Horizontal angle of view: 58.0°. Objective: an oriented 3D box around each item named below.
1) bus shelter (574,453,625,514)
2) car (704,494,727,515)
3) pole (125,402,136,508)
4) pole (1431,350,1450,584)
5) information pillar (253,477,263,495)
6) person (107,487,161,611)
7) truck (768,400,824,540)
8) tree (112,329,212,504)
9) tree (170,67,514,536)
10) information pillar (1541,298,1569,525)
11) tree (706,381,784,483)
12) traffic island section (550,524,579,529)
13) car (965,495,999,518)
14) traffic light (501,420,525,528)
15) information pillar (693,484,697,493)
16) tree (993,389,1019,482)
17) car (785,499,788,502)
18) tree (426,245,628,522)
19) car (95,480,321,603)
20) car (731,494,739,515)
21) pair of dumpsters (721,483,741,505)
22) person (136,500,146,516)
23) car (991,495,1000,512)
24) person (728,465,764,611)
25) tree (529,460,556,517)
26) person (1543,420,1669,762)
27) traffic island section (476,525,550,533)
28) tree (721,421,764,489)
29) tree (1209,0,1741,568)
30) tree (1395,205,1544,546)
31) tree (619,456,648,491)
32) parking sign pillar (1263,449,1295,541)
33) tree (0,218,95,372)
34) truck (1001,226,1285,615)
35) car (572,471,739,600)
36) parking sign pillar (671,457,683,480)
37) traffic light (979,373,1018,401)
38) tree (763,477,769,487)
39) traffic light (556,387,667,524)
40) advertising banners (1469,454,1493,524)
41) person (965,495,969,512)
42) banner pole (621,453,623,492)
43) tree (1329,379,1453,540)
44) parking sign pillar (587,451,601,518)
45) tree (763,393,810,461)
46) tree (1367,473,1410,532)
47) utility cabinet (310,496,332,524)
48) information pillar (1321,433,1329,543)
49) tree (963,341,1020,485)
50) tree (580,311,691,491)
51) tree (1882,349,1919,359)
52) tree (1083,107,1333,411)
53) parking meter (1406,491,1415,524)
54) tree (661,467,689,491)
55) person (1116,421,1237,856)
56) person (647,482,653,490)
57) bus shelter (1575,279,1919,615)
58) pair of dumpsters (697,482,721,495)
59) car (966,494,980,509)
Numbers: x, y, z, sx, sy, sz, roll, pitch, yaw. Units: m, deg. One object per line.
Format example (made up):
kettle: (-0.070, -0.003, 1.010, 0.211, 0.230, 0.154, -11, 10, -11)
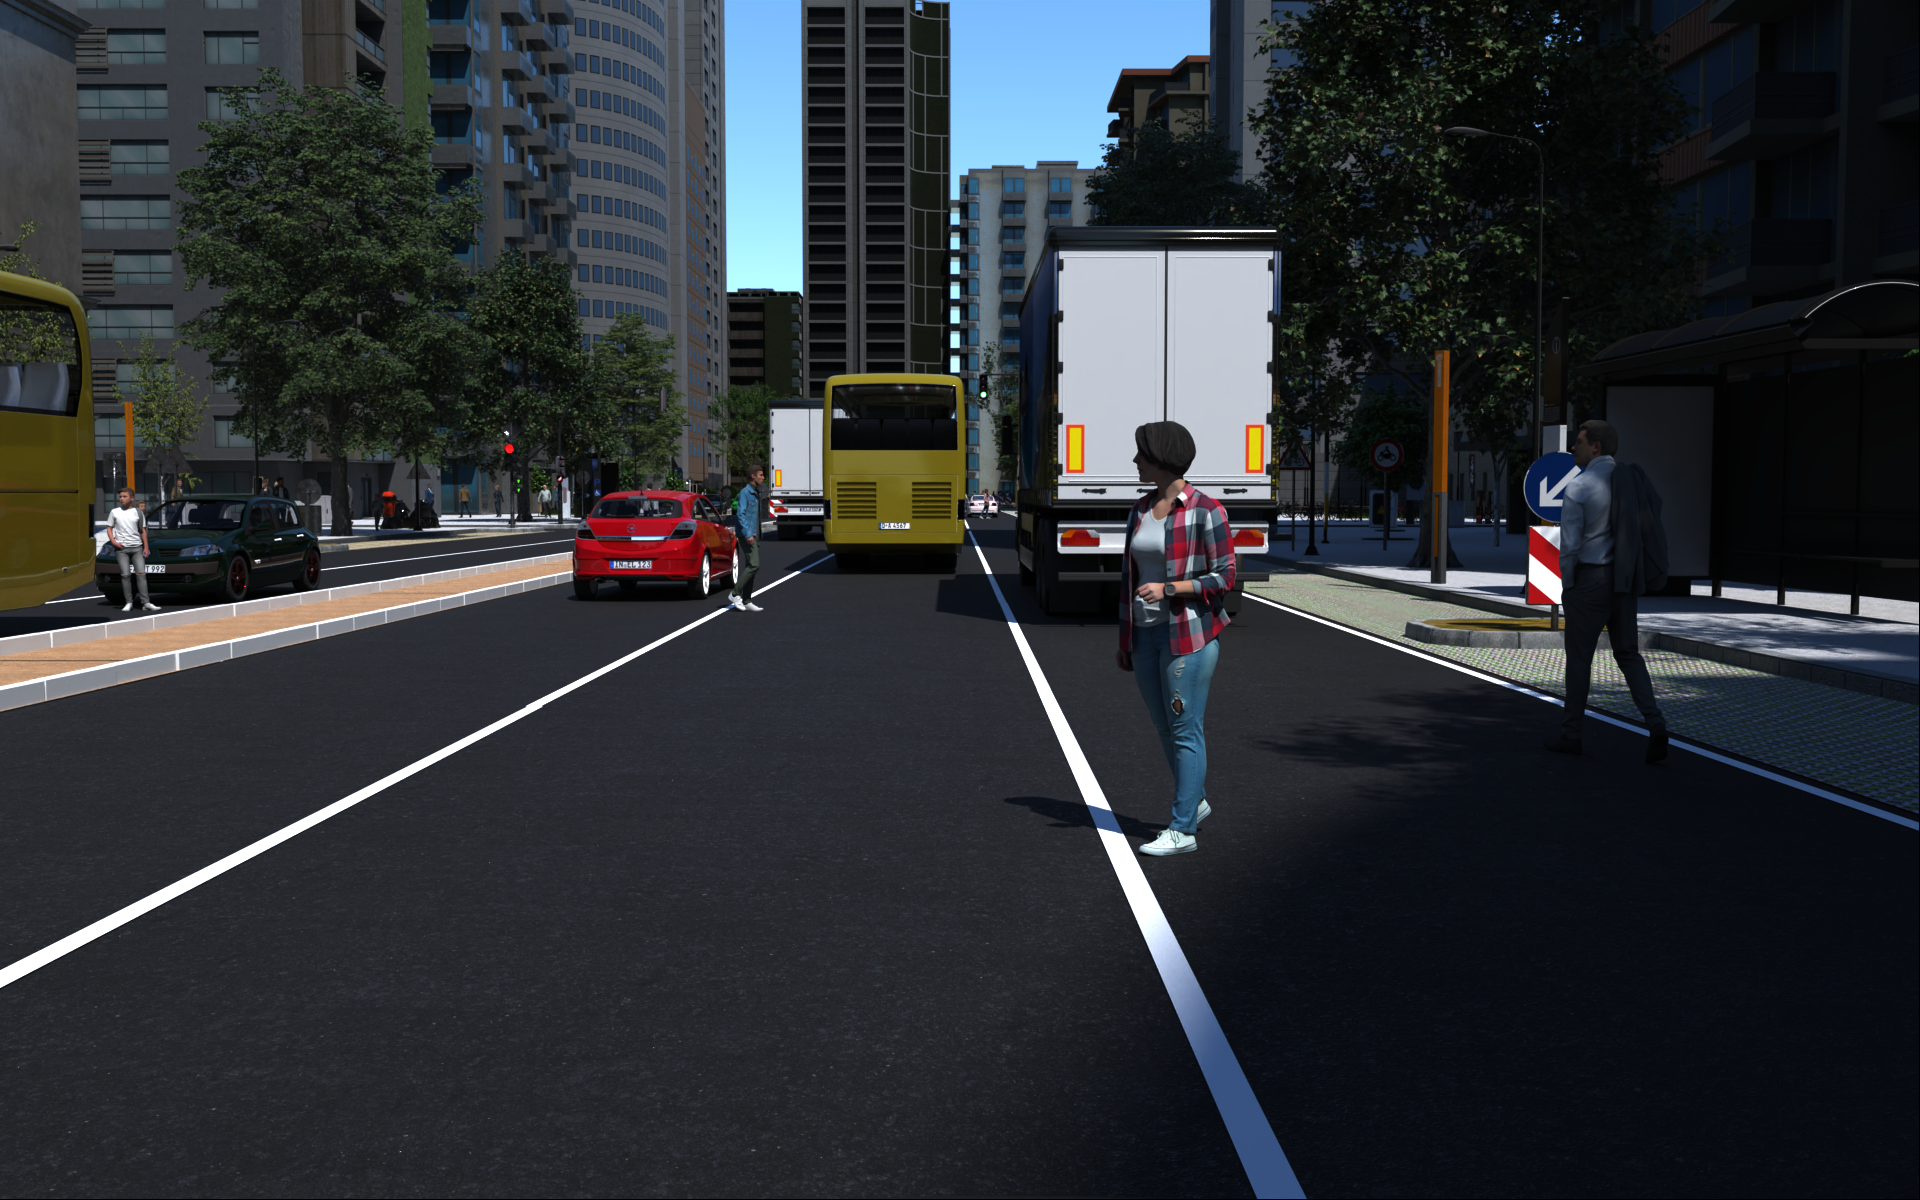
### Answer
bus shelter: (-20.620, -6.606, 99.294, 1.731, 3.624, 6.357, 0, 4, 0)
car: (-17.002, -6.653, 118.565, 2.009, 1.686, 4.222, 0, 4, 0)
pole: (-18.416, -2.729, 38.460, 0.158, 3.312, 0.155, 0, 3, 0)
pole: (6.856, -1.889, 24.721, 0.158, 3.312, 0.155, 0, 3, 0)
information pillar: (-29.706, -4.212, 73.359, 0.304, 2.012, 0.304, -3, 5, -45)
person: (-10.137, -0.620, 21.233, 0.523, 1.515, 0.503, 2, 4, 27)
truck: (-4.573, -4.188, 57.394, 2.839, 4.237, 11.283, 0, 4, -1)
tree: (-35.649, -7.766, 77.342, 4.737, 8.622, 4.395, 0, 3, 0)
tree: (-18.794, -8.921, 52.515, 9.857, 13.997, 8.962, 0, 3, 0)
information pillar: (7.204, -1.811, 20.970, 0.183, 3.616, 0.504, 0, 4, -6)
tree: (-19.363, -14.257, 158.851, 9.928, 11.665, 9.643, 0, 3, 0)
traffic island section: (-16.949, -3.126, 73.394, 2.009, 0.180, 2.903, 0, 4, 0)
car: (1.375, -5.769, 106.685, 2.083, 1.381, 4.827, 0, 4, 0)
traffic light: (-16.873, -4.670, 65.275, 0.839, 4.253, 0.868, 0, 4, 0)
information pillar: (-19.159, -7.384, 125.212, 0.304, 2.012, 0.304, 0, 4, -3)
tree: (7.047, -16.377, 185.888, 7.486, 12.596, 7.792, 0, 3, 0)
car: (-13.970, -8.355, 146.384, 2.009, 1.686, 4.222, 0, 4, 1)
tree: (-20.036, -9.959, 79.839, 9.611, 12.733, 9.660, 0, 3, 0)
car: (-10.352, -0.873, 24.059, 2.009, 1.686, 4.222, 0, 4, 0)
car: (-14.524, -6.671, 117.866, 1.959, 1.807, 4.718, 0, 4, -2)
pair of dumpsters: (-19.430, -8.835, 146.948, 1.574, 2.255, 4.437, 0, 4, 0)
person: (-16.490, -1.352, 34.882, 0.640, 1.303, 0.475, -2, 4, -32)
car: (2.284, -7.698, 138.442, 1.945, 1.354, 3.894, 0, 4, -2)
person: (-2.595, -0.751, 21.123, 0.444, 1.785, 0.601, 1, 4, 16)
tree: (-23.621, -6.253, 96.835, 1.663, 3.219, 1.824, 0, 3, 0)
person: (3.530, -0.048, 9.378, 0.679, 1.850, 0.850, -1, 4, -21)
traffic island section: (-16.913, -2.638, 65.409, 2.009, 0.180, 2.903, 0, 4, 0)
tree: (-20.725, -13.185, 165.929, 4.737, 8.622, 4.395, 0, 3, 0)
tree: (8.488, -6.920, 30.150, 9.611, 12.733, 9.660, 0, 3, 0)
tree: (12.937, -5.608, 42.054, 4.737, 8.622, 4.395, 0, 3, 0)
tree: (-28.167, -9.980, 146.879, 4.285, 4.588, 4.351, 0, 3, 0)
parking sign pillar: (8.604, -3.649, 48.135, 1.447, 3.967, 1.447, 0, 4, 7)
tree: (-23.808, -5.668, 43.041, 4.737, 8.622, 4.395, 0, 3, 0)
truck: (2.120, -2.132, 23.768, 2.839, 4.237, 11.283, 0, 4, 0)
car: (-4.304, -0.976, 25.000, 2.155, 1.783, 4.494, 0, 4, 1)
parking sign pillar: (-20.679, -8.456, 126.726, 1.447, 3.967, 1.447, 1, 4, 11)
traffic light: (3.096, -5.539, 65.238, 4.771, 5.953, 1.251, 0, 4, 0)
tree: (-19.867, -11.180, 177.397, 1.663, 3.219, 1.824, 0, 3, 0)
traffic light: (-14.817, -6.033, 73.304, 4.771, 5.953, 1.251, 0, 4, 0)
advertising banners: (22.454, -4.807, 74.780, 0.090, 3.025, 2.074, -1, 4, -11)
person: (0.393, -7.911, 138.508, 0.731, 1.740, 0.598, 1, 4, 12)
banner pole: (-18.829, -6.520, 96.621, 0.401, 3.779, 0.863, -1, 4, -11)
tree: (12.085, -3.963, 48.509, 4.285, 4.588, 4.351, 0, 3, 0)
parking sign pillar: (-19.915, -6.514, 94.969, 1.447, 3.967, 1.447, -1, 4, -14)
tree: (-19.994, -19.074, 218.508, 9.857, 13.997, 8.962, 0, 3, 0)
tree: (14.777, -3.981, 59.689, 1.663, 3.219, 1.824, 0, 3, 0)
utility cabinet: (-27.274, -3.842, 73.971, 0.306, 1.237, 1.020, 2, 4, 26)
information pillar: (9.520, -3.281, 44.995, 0.183, 3.616, 0.504, 0, 4, 7)
tree: (5.829, -22.000, 215.584, 12.611, 20.169, 13.585, 0, 3, 0)
tree: (-20.505, -11.618, 108.074, 7.486, 12.596, 7.792, 0, 3, 0)
tree: (13.091, -2.306, 21.416, 4.285, 4.588, 4.351, 0, 3, 0)
tree: (7.871, -9.235, 57.648, 9.857, 13.997, 8.962, 0, 3, 0)
parking meter: (19.040, -4.128, 73.196, 0.255, 1.863, 0.399, 2, 4, 34)
tree: (-20.392, -7.890, 123.605, 1.663, 3.219, 1.824, 0, 3, 0)
person: (0.887, 0.144, 6.989, 0.643, 1.720, 0.563, -2, 4, -35)
person: (-11.141, -3.258, 61.607, 0.661, 1.843, 0.795, 3, 5, 40)
bus shelter: (8.764, -1.541, 19.112, 2.014, 3.302, 5.546, 0, 4, 0)
pair of dumpsters: (-20.701, -8.446, 140.588, 1.574, 2.255, 4.437, 0, 3, 0)
car: (1.358, -9.757, 171.327, 2.131, 1.459, 4.920, 0, 4, 1)
